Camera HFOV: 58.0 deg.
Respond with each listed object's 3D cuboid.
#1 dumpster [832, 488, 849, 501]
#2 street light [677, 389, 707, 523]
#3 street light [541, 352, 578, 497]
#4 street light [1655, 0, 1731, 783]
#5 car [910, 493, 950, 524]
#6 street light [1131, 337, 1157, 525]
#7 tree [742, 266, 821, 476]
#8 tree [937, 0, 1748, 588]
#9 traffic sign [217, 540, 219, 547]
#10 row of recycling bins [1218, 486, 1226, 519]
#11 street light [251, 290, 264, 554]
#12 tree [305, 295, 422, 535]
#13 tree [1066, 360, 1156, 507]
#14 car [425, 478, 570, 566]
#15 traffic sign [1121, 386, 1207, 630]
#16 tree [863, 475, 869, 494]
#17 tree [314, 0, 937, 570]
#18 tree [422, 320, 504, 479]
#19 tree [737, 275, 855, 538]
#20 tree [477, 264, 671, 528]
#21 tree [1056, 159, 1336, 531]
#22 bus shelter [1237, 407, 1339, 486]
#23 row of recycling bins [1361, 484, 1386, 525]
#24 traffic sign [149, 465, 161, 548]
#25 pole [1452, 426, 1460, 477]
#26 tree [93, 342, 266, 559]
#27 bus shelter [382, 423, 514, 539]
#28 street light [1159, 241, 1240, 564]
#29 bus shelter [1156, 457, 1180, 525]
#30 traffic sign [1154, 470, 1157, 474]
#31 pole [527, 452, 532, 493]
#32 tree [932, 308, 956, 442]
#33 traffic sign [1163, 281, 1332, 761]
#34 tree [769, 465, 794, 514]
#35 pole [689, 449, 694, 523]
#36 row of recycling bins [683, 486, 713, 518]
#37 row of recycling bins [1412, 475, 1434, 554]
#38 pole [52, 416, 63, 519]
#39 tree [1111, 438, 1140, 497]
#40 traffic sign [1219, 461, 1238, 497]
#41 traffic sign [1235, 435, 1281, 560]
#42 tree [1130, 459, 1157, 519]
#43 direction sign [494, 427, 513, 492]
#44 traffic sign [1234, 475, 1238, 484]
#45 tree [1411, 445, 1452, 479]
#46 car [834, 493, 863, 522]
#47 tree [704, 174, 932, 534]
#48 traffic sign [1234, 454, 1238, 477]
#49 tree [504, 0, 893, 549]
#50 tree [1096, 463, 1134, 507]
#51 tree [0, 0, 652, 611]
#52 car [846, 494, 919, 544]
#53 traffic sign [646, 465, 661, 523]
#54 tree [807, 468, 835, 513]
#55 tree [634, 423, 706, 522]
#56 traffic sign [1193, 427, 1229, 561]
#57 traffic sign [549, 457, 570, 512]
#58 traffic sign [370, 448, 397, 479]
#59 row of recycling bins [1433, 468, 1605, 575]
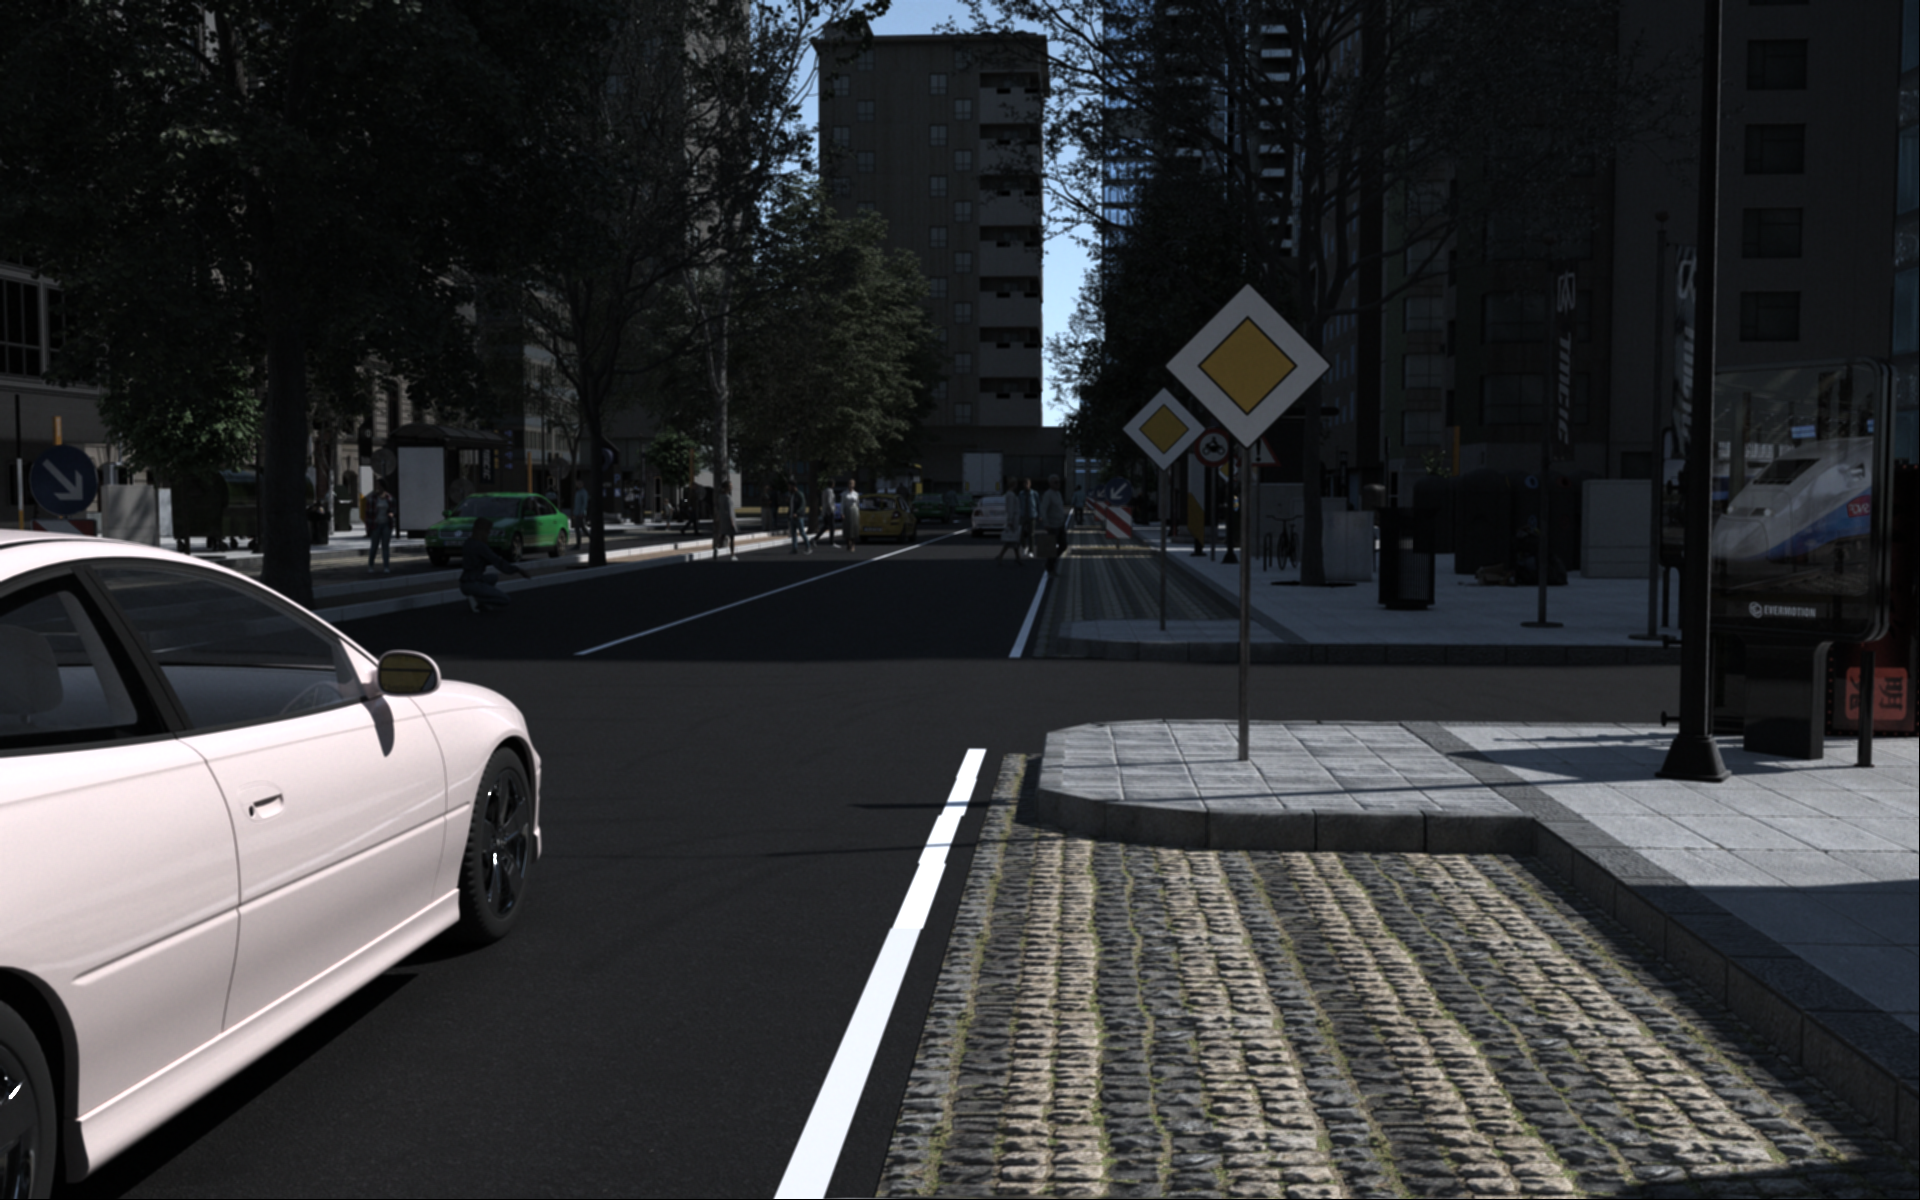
[{"bbox_3d":[-7.676,-6.526,114.922,1.865,1.857,1.264,0,4,4],"label":"dumpster"},{"bbox_3d":[-11.837,-6.352,76.403,1.470,5.913,1.316,0,4,4],"label":"street light"},{"bbox_3d":[-13.180,-5.162,56.940,1.470,5.913,1.316,0,4,4],"label":"street light"},{"bbox_3d":[2.794,-2.153,7.739,1.470,5.913,1.316,0,4,4],"label":"street light"},{"bbox_3d":[-1.444,-4.648,84.798,1.959,1.807,4.718,0,4,4],"label":"car"},{"bbox_3d":[5.766,-4.823,51.393,1.470,5.913,1.316,0,4,4],"label":"street light"},{"bbox_3d":[-12.371,-11.315,91.655,9.857,13.997,8.962,0,3,0],"label":"tree"},{"bbox_3d":[4.805,-6.936,23.776,12.009,13.543,11.850,0,3,0],"label":"tree"},{"bbox_3d":[-17.966,-2.558,41.927,0.768,2.556,0.104,0,4,5],"label":"traffic sign"},{"bbox_3d":[12.882,-4.712,84.151,1.069,1.692,3.534,-3,5,-42],"label":"row of recycling bins"},{"bbox_3d":[-14.545,-3.948,37.092,1.470,5.913,1.316,0,4,4],"label":"street light"},{"bbox_3d":[-19.585,-6.334,53.915,4.360,8.622,3.978,0,3,0],"label":"tree"},{"bbox_3d":[9.912,-10.029,98.394,7.601,10.594,8.767,2,4,23],"label":"tree"},{"bbox_3d":[-9.578,-1.668,36.062,1.959,1.807,4.718,0,4,6],"label":"car"},{"bbox_3d":[1.906,-0.771,16.246,0.795,2.450,0.064,0,4,4],"label":"traffic sign"},{"bbox_3d":[-7.717,-9.656,152.474,1.663,3.219,1.824,0,3,0],"label":"tree"},{"bbox_3d":[-6.892,-7.318,32.476,12.009,13.543,11.850,0,3,0],"label":"tree"},{"bbox_3d":[-21.060,-7.477,72.615,4.360,8.622,3.978,0,3,0],"label":"tree"},{"bbox_3d":[-5.432,-6.287,55.616,4.360,8.622,3.978,0,3,0],"label":"tree"},{"bbox_3d":[-14.543,-7.930,64.061,8.767,10.594,7.601,1,4,18],"label":"tree"},{"bbox_3d":[8.106,-8.714,59.488,9.611,12.733,9.660,0,3,0],"label":"tree"},{"bbox_3d":[8.382,-4.181,45.991,2.179,5.291,8.768,0,4,4],"label":"bus shelter"},{"bbox_3d":[17.510,-4.008,72.650,1.069,1.692,3.534,1,4,21],"label":"row of recycling bins"},{"bbox_3d":[-16.955,-2.229,36.548,0.768,2.556,0.104,1,4,13],"label":"traffic sign"},{"bbox_3d":[14.842,-3.550,51.879,0.158,3.312,0.155,0,3,0],"label":"pole"},{"bbox_3d":[-15.390,-3.098,34.372,4.285,4.588,4.351,0,3,0],"label":"tree"},{"bbox_3d":[-15.254,-3.553,52.021,2.014,3.302,5.546,0,4,4],"label":"bus shelter"},{"bbox_3d":[4.457,-3.629,31.882,1.470,5.913,1.316,0,4,4],"label":"street light"},{"bbox_3d":[8.656,-4.547,68.263,2.014,3.302,5.546,0,4,4],"label":"bus shelter"},{"bbox_3d":[10.299,-5.508,90.163,0.768,2.556,0.104,1,4,12],"label":"traffic sign"},{"bbox_3d":[-20.832,-5.506,83.874,0.158,3.312,0.155,0,3,0],"label":"pole"},{"bbox_3d":[-4.390,-9.220,71.332,7.486,12.596,7.792,0,3,0],"label":"tree"},{"bbox_3d":[1.362,-0.284,8.280,0.795,2.450,0.064,0,4,4],"label":"traffic sign"},{"bbox_3d":[-11.319,-7.052,109.906,1.663,3.219,1.824,0,3,0],"label":"tree"},{"bbox_3d":[-12.002,-5.122,77.587,0.158,3.312,0.155,0,3,0],"label":"pole"},{"bbox_3d":[-13.711,-5.159,91.470,1.069,1.692,3.534,1,4,11],"label":"row of recycling bins"},{"bbox_3d":[11.350,-1.912,38.367,3.534,1.692,1.069,-3,4,-38],"label":"row of recycling bins"},{"bbox_3d":[-23.726,-3.165,45.585,0.158,3.312,0.155,0,3,0],"label":"pole"},{"bbox_3d":[11.075,-9.843,111.292,4.360,8.622,3.978,0,3,0],"label":"tree"},{"bbox_3d":[8.227,-3.193,53.388,0.795,2.450,0.064,1,4,10],"label":"traffic sign"},{"bbox_3d":[5.803,-2.062,33.711,0.884,2.594,0.081,1,4,12],"label":"traffic sign"},{"bbox_3d":[9.598,-5.670,87.306,1.663,3.219,1.824,0,3,0],"label":"tree"},{"bbox_3d":[-15.506,-4.074,58.603,0.379,3.537,0.876,3,5,42],"label":"direction sign"},{"bbox_3d":[11.246,-4.317,70.587,0.884,2.594,0.081,1,4,10],"label":"traffic sign"},{"bbox_3d":[18.590,-4.533,68.718,1.663,3.219,1.824,0,3,0],"label":"tree"},{"bbox_3d":[-5.603,-4.856,88.995,1.945,1.707,3.694,0,4,3],"label":"car"},{"bbox_3d":[-5.300,-8.628,61.646,7.486,12.596,7.792,0,3,0],"label":"tree"},{"bbox_3d":[8.335,-3.270,53.567,0.768,2.556,0.104,0,4,5],"label":"traffic sign"},{"bbox_3d":[-7.374,-11.438,45.359,12.611,20.169,13.585,0,3,0],"label":"tree"},{"bbox_3d":[13.763,-10.339,152.764,4.285,4.588,4.351,0,3,0],"label":"tree"},{"bbox_3d":[-8.008,-6.795,20.208,9.857,13.997,8.962,0,3,0],"label":"tree"},{"bbox_3d":[-2.283,-2.497,51.049,2.015,1.641,3.980,0,4,6],"label":"car"},{"bbox_3d":[-13.627,-4.682,76.656,0.768,2.556,0.104,1,4,10],"label":"traffic sign"},{"bbox_3d":[-9.969,-7.613,119.068,1.663,3.219,1.824,0,3,0],"label":"tree"},{"bbox_3d":[-13.312,-5.909,80.321,4.285,4.588,4.351,0,3,0],"label":"tree"},{"bbox_3d":[4.838,-2.015,33.057,0.768,2.556,0.104,1,4,12],"label":"traffic sign"},{"bbox_3d":[-13.891,-3.664,60.018,0.768,2.556,0.104,1,4,9],"label":"traffic sign"},{"bbox_3d":[-16.018,-2.936,48.104,0.768,2.556,0.104,0,4,6],"label":"traffic sign"},{"bbox_3d":[9.419,-1.315,28.621,3.534,1.692,1.069,-3,4,-37],"label":"row of recycling bins"}]
